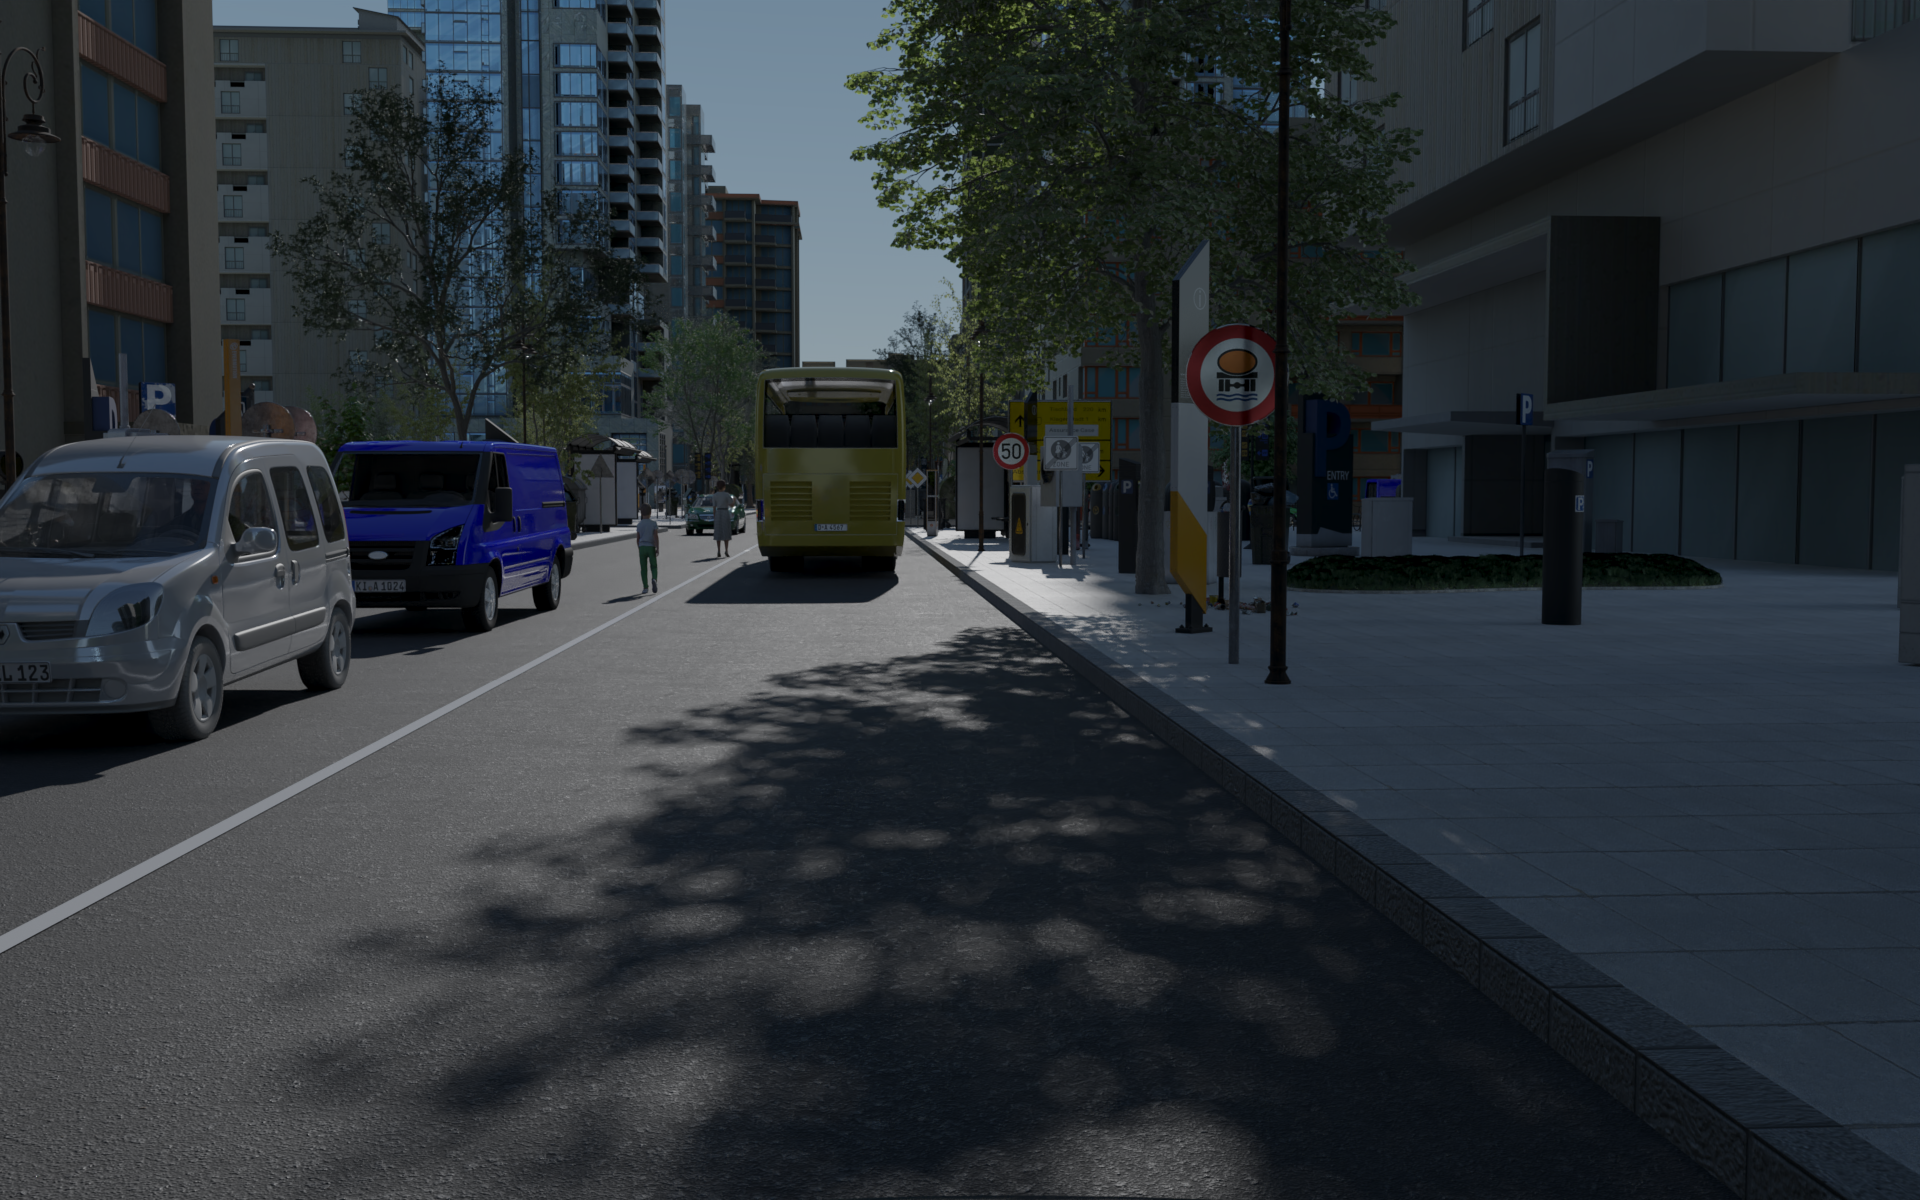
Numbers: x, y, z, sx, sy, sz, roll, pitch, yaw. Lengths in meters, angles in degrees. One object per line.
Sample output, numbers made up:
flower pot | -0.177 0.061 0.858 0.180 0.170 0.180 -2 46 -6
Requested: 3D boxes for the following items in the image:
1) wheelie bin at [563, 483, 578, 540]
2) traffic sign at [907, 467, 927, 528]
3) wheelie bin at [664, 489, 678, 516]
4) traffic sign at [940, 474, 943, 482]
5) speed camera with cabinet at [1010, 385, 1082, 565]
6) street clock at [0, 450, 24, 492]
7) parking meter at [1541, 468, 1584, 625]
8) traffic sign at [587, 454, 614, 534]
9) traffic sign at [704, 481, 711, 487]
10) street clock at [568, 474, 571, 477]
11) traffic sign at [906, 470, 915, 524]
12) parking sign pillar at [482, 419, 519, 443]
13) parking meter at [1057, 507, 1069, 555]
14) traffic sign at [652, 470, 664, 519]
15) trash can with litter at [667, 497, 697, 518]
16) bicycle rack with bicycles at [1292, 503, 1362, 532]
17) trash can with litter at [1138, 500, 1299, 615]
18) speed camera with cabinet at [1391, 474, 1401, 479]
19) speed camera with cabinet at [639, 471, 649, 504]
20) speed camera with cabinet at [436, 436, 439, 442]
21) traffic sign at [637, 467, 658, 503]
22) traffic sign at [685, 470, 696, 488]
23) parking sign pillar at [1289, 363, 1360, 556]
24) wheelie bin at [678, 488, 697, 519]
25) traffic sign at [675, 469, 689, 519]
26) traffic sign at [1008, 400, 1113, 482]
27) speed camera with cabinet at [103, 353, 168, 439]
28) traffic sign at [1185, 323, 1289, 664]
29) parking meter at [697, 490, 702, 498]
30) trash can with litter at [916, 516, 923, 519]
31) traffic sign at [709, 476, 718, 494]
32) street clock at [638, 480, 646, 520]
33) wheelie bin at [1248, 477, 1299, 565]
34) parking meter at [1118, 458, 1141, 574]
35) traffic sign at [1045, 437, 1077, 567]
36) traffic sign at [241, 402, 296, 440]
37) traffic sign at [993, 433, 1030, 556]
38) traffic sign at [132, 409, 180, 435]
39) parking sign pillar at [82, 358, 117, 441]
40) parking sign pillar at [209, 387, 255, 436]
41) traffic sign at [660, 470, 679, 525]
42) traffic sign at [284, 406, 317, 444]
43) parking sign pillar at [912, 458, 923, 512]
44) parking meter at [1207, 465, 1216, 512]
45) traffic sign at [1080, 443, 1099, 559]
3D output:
wheelie bin | -11.051 -2.470 48.299 0.693 1.594 0.980 -2 4 -27
traffic sign | -1.594 -3.767 65.236 0.795 2.450 0.064 0 4 -3
wheelie bin | -17.237 -5.859 103.703 0.693 1.594 0.980 3 4 38
traffic sign | -1.337 -6.560 107.357 0.768 2.556 0.104 0 4 -3
speed camera with cabinet | 1.573 -2.306 32.045 0.660 3.252 2.038 -1 4 -22
street clock | -15.655 -1.463 28.491 0.358 2.002 0.471 1 4 19
parking meter | 5.936 -0.529 17.052 0.372 1.533 0.369 0 3 0
traffic sign | -11.603 -3.420 55.921 0.884 2.594 0.081 0 4 3
traffic sign | -17.872 -7.558 123.674 0.768 2.556 0.104 0 4 6
street clock | -14.080 -3.570 62.936 0.358 2.002 0.471 0 4 0
traffic sign | -2.082 -4.255 73.206 0.795 2.450 0.064 0 4 -3
parking sign pillar | -16.330 -4.472 61.592 1.447 3.967 1.447 1 4 17
parking meter | 2.122 -1.729 36.687 0.372 1.533 0.369 0 3 0
traffic sign | -15.889 -5.551 90.864 0.768 2.556 0.104 0 4 1
trash can with litter | -14.584 -4.991 92.659 2.233 1.210 1.678 1 4 23
bicycle rack with bicycles | 12.774 -2.851 59.996 2.852 0.926 2.925 0 4 -6
trash can with litter | 3.032 -0.501 19.252 1.678 1.210 2.233 -1 4 -12
speed camera with cabinet | 31.124 -7.762 121.245 2.038 3.252 0.660 0 4 6
speed camera with cabinet | -26.882 -9.277 146.012 0.660 3.252 2.038 1 4 13
speed camera with cabinet | -17.782 -3.939 58.745 0.660 3.252 2.038 0 4 5
traffic sign | -11.671 -3.731 64.641 0.795 2.450 0.064 0 4 -3
traffic sign | -14.300 -5.572 91.202 0.768 2.556 0.104 0 4 2
parking sign pillar | 7.611 -2.911 36.062 1.447 3.967 1.447 -3 4 -38
wheelie bin | -14.085 -5.049 90.462 0.693 1.594 0.980 -2 4 -28
traffic sign | -14.131 -5.376 88.010 0.768 2.556 0.104 0 4 -3
traffic sign | 2.161 -2.665 37.447 2.265 3.308 0.079 0 4 -2
speed camera with cabinet | -11.085 -1.837 24.374 2.038 3.252 0.660 2 4 24
traffic sign | 2.072 -0.790 13.029 0.768 2.556 0.104 0 4 4
parking meter | -17.694 -6.692 117.824 0.372 1.533 0.369 0 3 0
trash can with litter | -1.779 -4.759 88.873 1.678 1.210 2.233 2 4 24
traffic sign | -17.321 -7.421 121.433 0.768 2.556 0.104 0 4 6
street clock | -14.837 -4.672 80.961 0.471 2.002 0.358 -1 4 -14
wheelie bin | 5.673 -1.445 31.526 0.980 1.594 0.693 2 4 25
parking meter | 2.780 -1.362 27.975 0.399 1.863 0.255 3 5 40
traffic sign | 1.777 -1.738 30.544 0.606 2.300 0.079 0 4 2
traffic sign | -9.551 -1.455 23.900 0.768 2.556 0.104 0 4 -2
traffic sign | 1.063 -2.196 36.009 0.768 2.556 0.104 0 4 1
traffic sign | -12.015 -1.576 25.874 0.768 2.556 0.104 0 4 5
parking sign pillar | -17.332 -2.843 34.963 1.447 3.967 1.447 -1 4 -19
parking sign pillar | -17.971 -3.320 42.756 1.447 3.967 1.447 1 4 15
traffic sign | -12.159 -4.218 72.612 0.795 2.450 0.064 0 4 -3
traffic sign | -9.661 -1.524 25.018 0.768 2.556 0.104 0 4 1
parking sign pillar | -3.151 -8.395 125.734 1.447 3.967 1.447 -1 4 -14
parking meter | 4.324 -1.531 30.746 0.399 1.863 0.255 0 4 3
traffic sign | 2.452 -1.966 34.273 0.606 2.300 0.079 0 4 2
